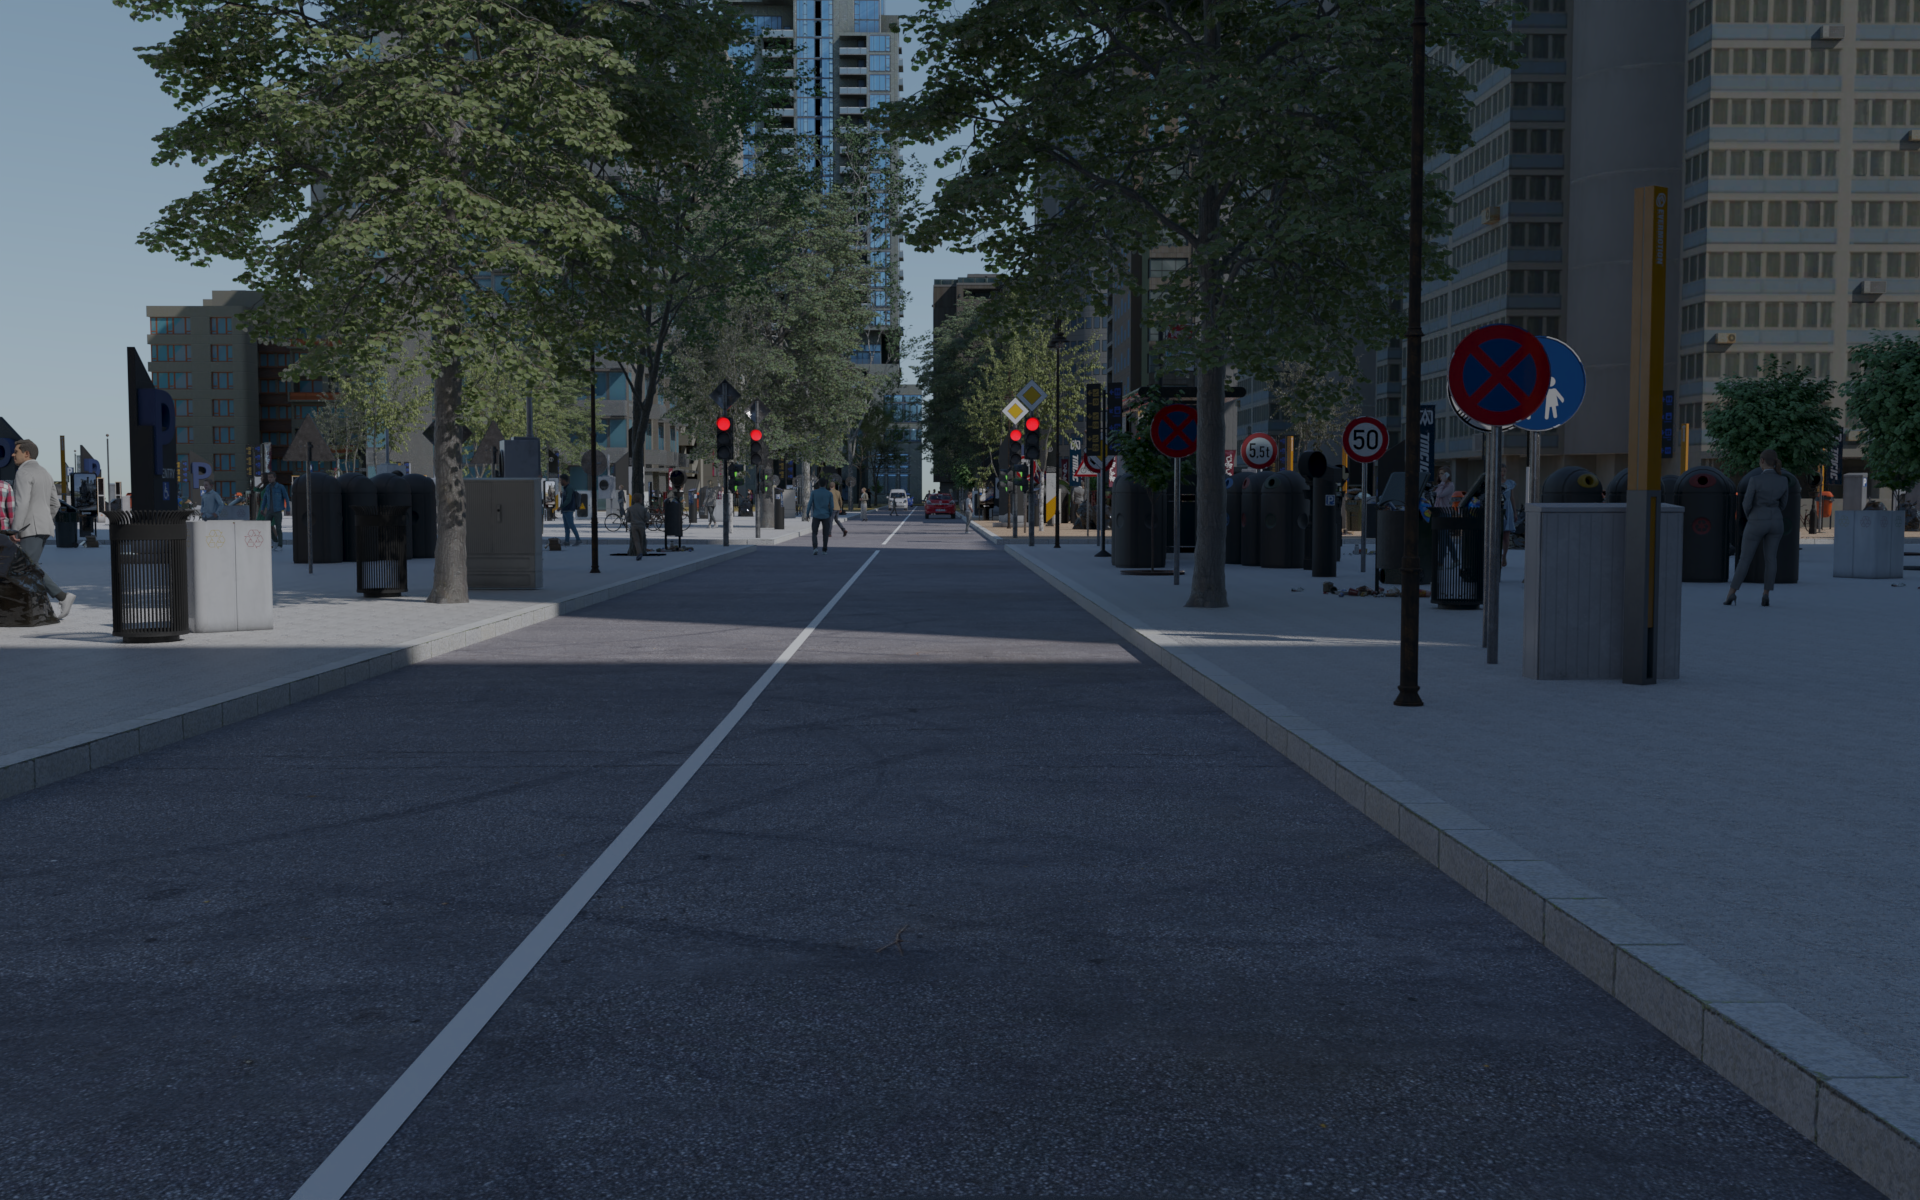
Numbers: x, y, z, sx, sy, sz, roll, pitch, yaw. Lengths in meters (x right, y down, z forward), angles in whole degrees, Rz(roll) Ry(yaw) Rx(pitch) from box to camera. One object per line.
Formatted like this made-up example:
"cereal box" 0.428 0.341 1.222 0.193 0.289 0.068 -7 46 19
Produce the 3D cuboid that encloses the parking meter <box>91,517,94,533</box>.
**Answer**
"parking meter" -28.940 -3.168 57.509 0.255 1.863 0.399 -2 4 -31

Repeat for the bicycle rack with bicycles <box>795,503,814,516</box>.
"bicycle rack with bicycles" -9.516 -5.411 101.859 2.852 0.926 2.925 2 4 29

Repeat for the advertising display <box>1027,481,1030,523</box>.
"advertising display" 2.583 -4.204 73.957 0.974 1.923 0.123 2 4 35

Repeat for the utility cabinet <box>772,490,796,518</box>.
"utility cabinet" -9.198 -4.999 90.419 1.173 1.500 0.318 -1 4 -18

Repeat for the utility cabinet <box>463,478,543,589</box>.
"utility cabinet" -6.243 -0.894 23.296 1.173 1.500 0.318 0 4 6

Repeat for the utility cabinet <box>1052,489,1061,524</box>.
"utility cabinet" 4.003 -3.989 73.902 0.318 1.500 1.173 1 4 18

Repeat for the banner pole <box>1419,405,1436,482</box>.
"banner pole" 11.313 -3.228 42.791 0.863 3.779 0.401 1 4 19

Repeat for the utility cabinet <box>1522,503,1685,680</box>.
"utility cabinet" 4.478 -0.055 12.066 1.020 1.237 0.306 0 4 -4

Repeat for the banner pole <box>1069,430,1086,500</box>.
"banner pole" 4.644 -4.729 67.340 0.863 3.779 0.401 0 4 -5

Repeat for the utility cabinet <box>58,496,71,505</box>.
"utility cabinet" -36.316 -3.611 70.196 0.306 1.237 1.020 -1 4 -11

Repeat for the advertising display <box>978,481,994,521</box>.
"advertising display" 1.240 -4.755 82.962 0.974 1.923 0.123 -3 5 -41

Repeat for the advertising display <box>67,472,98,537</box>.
"advertising display" -26.079 -2.836 51.586 0.123 1.923 0.974 1 4 14

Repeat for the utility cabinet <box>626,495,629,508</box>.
"utility cabinet" -18.889 -5.425 99.868 1.020 1.237 0.306 1 4 12

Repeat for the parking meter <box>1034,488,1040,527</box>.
"parking meter" 2.967 -3.658 68.217 0.372 1.533 0.369 0 3 0

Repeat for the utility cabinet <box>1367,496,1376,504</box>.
"utility cabinet" 12.058 -2.431 50.909 0.306 1.237 1.020 1 4 14

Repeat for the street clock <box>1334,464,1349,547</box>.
"street clock" 9.259 -2.311 42.358 0.471 2.002 0.358 0 4 7

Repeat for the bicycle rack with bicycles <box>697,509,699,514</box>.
"bicycle rack with bicycles" -15.980 -5.949 110.642 2.852 0.926 2.925 0 4 -2

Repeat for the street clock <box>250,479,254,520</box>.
"street clock" -32.937 -4.658 80.728 0.358 2.002 0.471 -2 4 -30

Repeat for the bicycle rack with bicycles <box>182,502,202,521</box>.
"bicycle rack with bicycles" -34.007 -3.793 75.392 2.925 0.926 2.852 -3 5 -43

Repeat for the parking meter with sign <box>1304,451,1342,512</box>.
"parking meter with sign" 14.732 -4.508 69.966 1.738 3.016 0.543 -2 4 -31

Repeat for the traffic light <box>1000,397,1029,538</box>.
"traffic light" 1.591 -3.766 50.489 0.839 4.253 0.868 0 4 -1

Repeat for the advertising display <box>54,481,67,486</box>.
"advertising display" -44.955 -4.958 86.275 0.974 1.923 0.123 -3 5 -44

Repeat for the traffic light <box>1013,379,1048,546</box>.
"traffic light" 1.740 -3.277 42.505 0.839 4.253 0.868 0 4 -1

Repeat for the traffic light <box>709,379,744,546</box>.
"traffic light" -5.719 -3.268 42.350 0.839 4.253 0.868 0 4 -1

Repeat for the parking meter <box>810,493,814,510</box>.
"parking meter" -10.678 -6.965 122.291 0.372 1.533 0.369 0 3 0

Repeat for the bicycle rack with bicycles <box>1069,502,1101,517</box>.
"bicycle rack with bicycles" 6.452 -4.581 88.273 2.852 0.926 2.925 0 4 -1

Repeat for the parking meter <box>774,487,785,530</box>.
"parking meter" -6.544 -3.320 62.691 0.372 1.533 0.369 0 3 0

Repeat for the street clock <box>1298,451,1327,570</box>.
"street clock" 5.935 -1.507 29.202 0.471 2.002 0.358 -2 4 -35

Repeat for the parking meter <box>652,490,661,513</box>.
"parking meter" -19.260 -6.232 110.302 0.372 1.533 0.369 0 3 0

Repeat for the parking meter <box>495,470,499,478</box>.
"parking meter" -11.178 -2.239 42.323 0.399 1.863 0.255 -3 5 -41

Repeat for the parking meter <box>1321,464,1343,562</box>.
"parking meter" 7.041 -1.664 32.910 0.255 1.863 0.399 -3 5 -41

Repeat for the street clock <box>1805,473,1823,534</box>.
"street clock" 27.297 -3.108 55.389 0.471 2.002 0.358 3 5 45

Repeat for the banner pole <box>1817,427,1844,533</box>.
"banner pole" 28.535 -4.090 56.882 0.863 3.779 0.401 3 4 37

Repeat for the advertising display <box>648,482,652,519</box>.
"advertising display" -16.084 -5.182 89.933 0.123 1.923 0.974 -1 4 -15

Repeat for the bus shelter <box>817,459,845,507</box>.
"bus shelter" -8.812 -7.845 119.547 1.731 3.624 6.357 0 4 -1

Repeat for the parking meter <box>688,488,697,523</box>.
"parking meter" -11.813 -4.168 76.562 0.372 1.533 0.369 0 3 0

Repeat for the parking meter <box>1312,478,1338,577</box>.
"parking meter" 5.652 -1.127 26.837 0.372 1.533 0.369 0 3 0

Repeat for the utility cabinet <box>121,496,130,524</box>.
"utility cabinet" -33.562 -3.579 69.673 0.306 1.237 1.020 -2 4 -27

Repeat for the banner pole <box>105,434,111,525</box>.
"banner pole" -35.530 -5.030 72.258 0.401 3.779 0.863 -2 4 -29

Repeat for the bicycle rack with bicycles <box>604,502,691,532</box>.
"bicycle rack with bicycles" -10.630 -2.790 58.992 2.925 0.926 2.852 -1 4 -9

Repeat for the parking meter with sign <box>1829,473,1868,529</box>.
"parking meter with sign" 32.408 -4.064 62.706 0.543 3.016 1.738 -3 5 -41

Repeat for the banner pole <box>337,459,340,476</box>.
"banner pole" -39.101 -7.275 108.966 0.401 3.779 0.863 -2 4 -30

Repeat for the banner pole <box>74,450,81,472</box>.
"banner pole" -49.952 -6.609 98.073 0.863 3.779 0.401 3 5 39

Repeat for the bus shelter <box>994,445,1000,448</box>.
"bus shelter" 2.591 -5.749 85.277 1.731 3.624 6.357 0 4 -1

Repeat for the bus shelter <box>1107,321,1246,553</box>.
"bus shelter" 4.461 -3.693 38.021 2.179 5.291 8.768 0 4 -1

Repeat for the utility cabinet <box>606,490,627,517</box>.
"utility cabinet" -18.999 -5.325 95.746 1.173 1.500 0.318 2 4 25

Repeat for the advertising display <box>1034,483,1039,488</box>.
"advertising display" 4.560 -5.767 99.510 0.974 1.923 0.123 -1 4 -19

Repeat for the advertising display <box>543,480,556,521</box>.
"advertising display" -19.507 -4.715 82.298 0.123 1.923 0.974 1 4 16

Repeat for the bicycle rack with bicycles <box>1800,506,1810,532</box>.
"bicycle rack with bicycles" 27.675 -2.826 59.582 2.852 0.926 2.925 0 4 6

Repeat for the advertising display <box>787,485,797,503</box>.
"advertising display" -11.440 -6.886 117.803 0.974 1.923 0.123 2 4 26

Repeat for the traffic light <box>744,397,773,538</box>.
"traffic light" -5.869 -3.756 50.334 0.839 4.253 0.868 0 4 -1

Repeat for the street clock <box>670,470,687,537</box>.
"street clock" -8.481 -2.914 52.212 0.471 2.002 0.358 1 4 11
